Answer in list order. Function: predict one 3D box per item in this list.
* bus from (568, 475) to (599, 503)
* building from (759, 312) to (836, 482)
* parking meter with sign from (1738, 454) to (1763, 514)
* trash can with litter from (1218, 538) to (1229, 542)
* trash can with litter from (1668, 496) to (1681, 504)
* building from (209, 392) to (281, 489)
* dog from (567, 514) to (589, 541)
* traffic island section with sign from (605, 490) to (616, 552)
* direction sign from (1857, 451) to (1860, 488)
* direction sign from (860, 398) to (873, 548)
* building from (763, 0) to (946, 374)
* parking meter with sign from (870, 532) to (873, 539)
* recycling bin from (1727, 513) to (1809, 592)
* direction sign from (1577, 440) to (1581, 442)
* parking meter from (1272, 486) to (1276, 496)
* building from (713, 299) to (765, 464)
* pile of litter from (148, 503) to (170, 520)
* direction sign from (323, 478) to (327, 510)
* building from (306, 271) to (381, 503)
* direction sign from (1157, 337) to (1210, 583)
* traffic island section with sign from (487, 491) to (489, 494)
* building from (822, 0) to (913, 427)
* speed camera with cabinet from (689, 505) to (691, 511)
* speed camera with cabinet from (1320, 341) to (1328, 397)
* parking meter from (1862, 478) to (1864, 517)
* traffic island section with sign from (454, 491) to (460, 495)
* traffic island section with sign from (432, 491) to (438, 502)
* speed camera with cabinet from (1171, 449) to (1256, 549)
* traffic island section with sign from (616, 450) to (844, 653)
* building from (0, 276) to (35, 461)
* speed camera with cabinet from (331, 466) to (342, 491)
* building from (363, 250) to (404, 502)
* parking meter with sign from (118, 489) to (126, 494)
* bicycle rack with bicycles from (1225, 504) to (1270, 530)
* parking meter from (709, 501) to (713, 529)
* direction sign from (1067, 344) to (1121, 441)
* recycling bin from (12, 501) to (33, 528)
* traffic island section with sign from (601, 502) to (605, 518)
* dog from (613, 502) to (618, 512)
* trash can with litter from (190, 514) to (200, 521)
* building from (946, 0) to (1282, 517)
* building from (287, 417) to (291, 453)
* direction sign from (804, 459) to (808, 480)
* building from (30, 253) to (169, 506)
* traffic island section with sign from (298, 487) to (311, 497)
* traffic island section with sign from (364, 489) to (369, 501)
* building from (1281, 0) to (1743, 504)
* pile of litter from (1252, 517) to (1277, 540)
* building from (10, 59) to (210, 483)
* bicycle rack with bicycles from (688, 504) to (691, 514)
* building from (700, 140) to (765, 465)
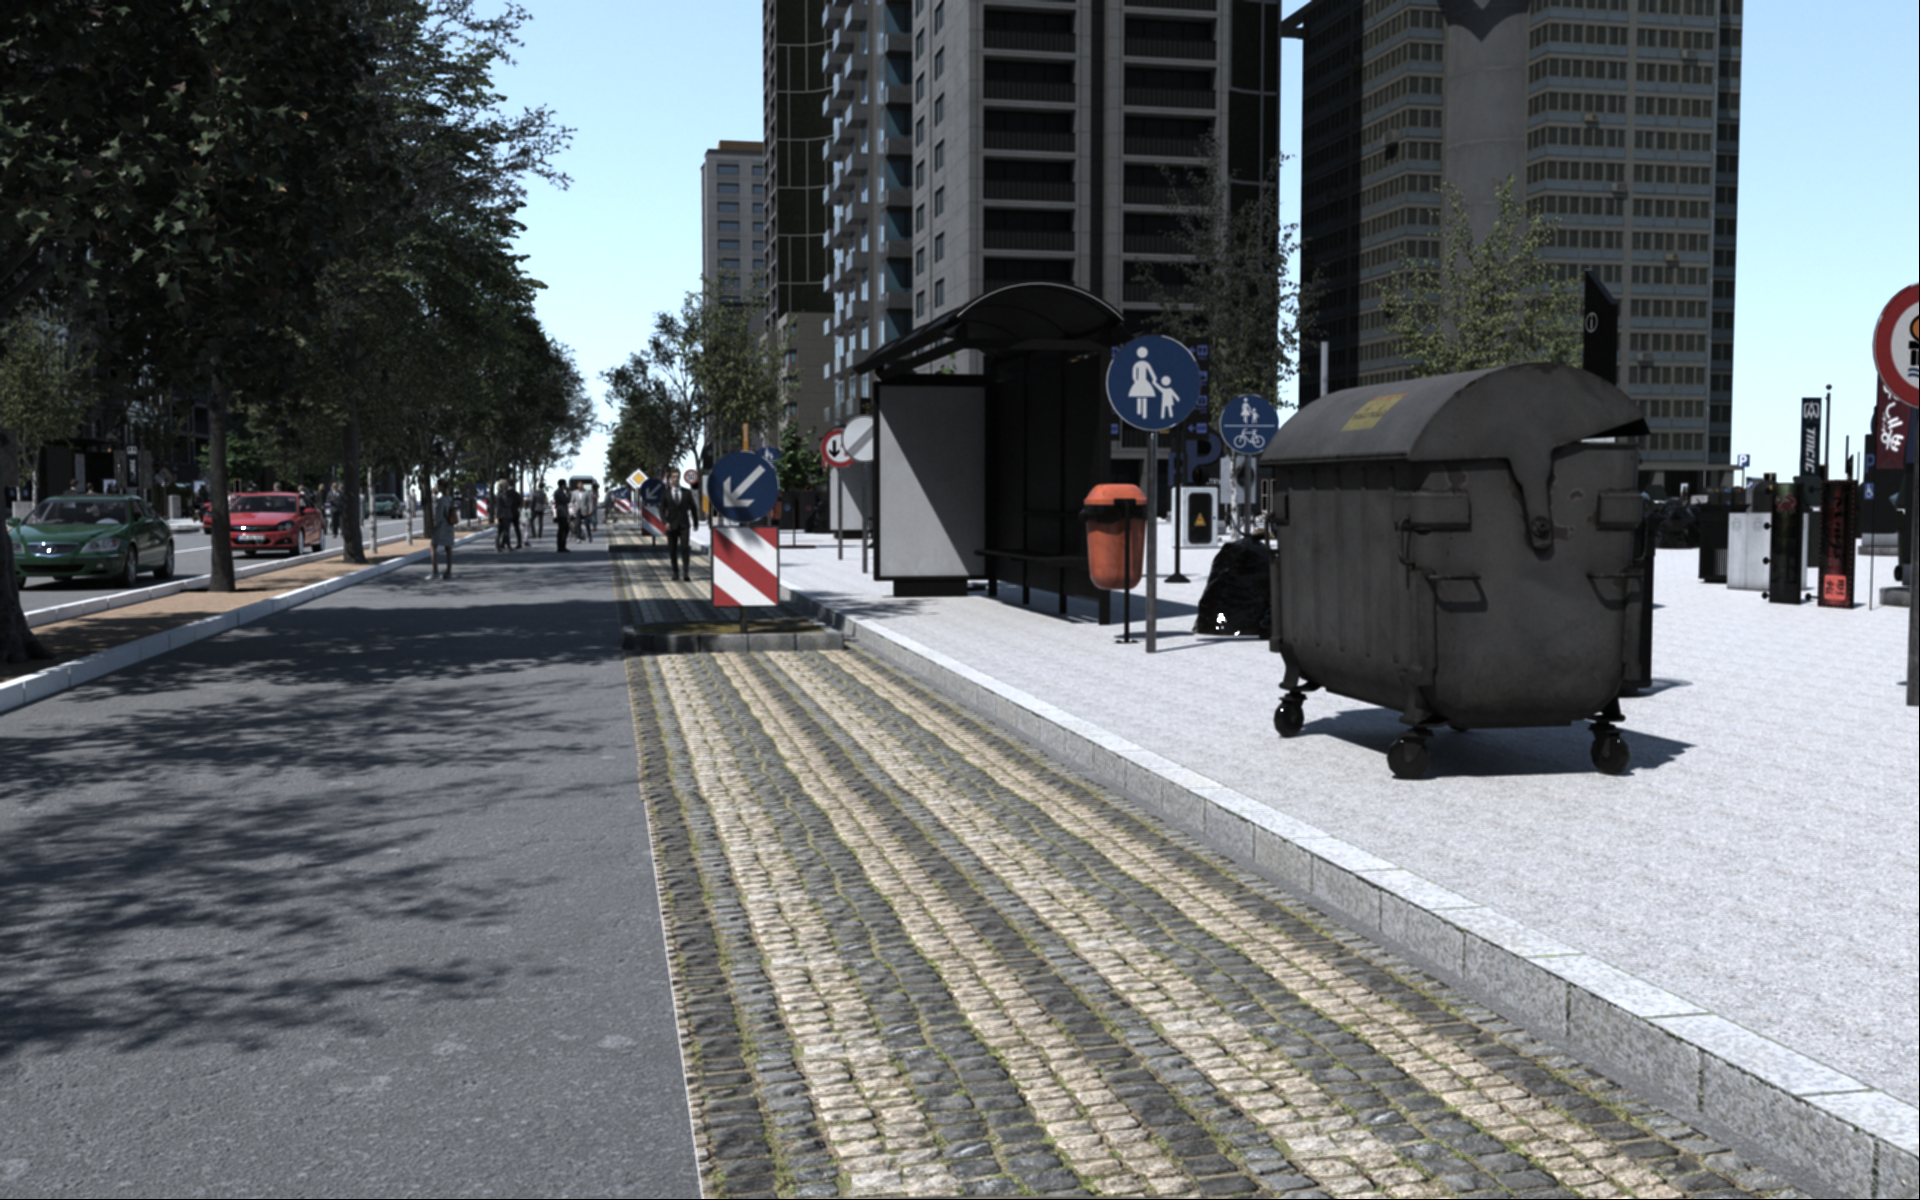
[{"bbox_3d":[-38.009,-11.009,174.853,2.948,3.499,13.247,-1,4,-11],"label":"bus"},{"bbox_3d":[-5.807,-20.583,181.571,27.650,21.520,28.899,-1,4,-12],"label":"building"},{"bbox_3d":[35.164,-4.911,76.557,1.738,3.016,0.543,-2,4,-28],"label":"parking meter with sign"},{"bbox_3d":[6.756,-2.240,47.682,1.678,1.210,2.233,1,4,10],"label":"trash can with litter"},{"bbox_3d":[26.982,-3.377,66.266,1.678,1.210,2.233,-3,5,-40],"label":"trash can with litter"},{"bbox_3d":[-74.074,-31.655,167.673,14.600,45.320,14.200,-1,4,-12],"label":"building"},{"bbox_3d":[-11.684,-2.228,53.260,0.800,0.831,0.513,0,4,0],"label":"dog"},{"bbox_3d":[-7.757,-2.111,43.142,1.989,1.847,2.006,-1,4,-12],"label":"traffic island section with sign"},{"bbox_3d":[47.763,-6.124,92.131,0.379,3.537,0.876,2,4,25],"label":"direction sign"},{"bbox_3d":[-2.039,-2.997,41.002,0.379,3.537,0.876,3,5,42],"label":"direction sign"},{"bbox_3d":[-14.084,-46.809,203.576,20.563,71.187,20.611,-1,4,-12],"label":"building"},{"bbox_3d":[-1.916,-3.312,50.407,1.738,3.016,0.543,-3,5,-39],"label":"parking meter with sign"},{"bbox_3d":[10.813,-0.651,23.194,0.722,1.027,0.722,-1,4,-21],"label":"recycling bin"},{"bbox_3d":[18.872,-3.689,52.308,0.876,3.537,0.379,-3,4,-36],"label":"direction sign"},{"bbox_3d":[10.158,-2.870,55.338,0.372,1.533,0.369,0,3,0],"label":"parking meter"},{"bbox_3d":[-29.379,-29.911,260.743,14.160,30.474,14.107,-1,4,-12],"label":"building"},{"bbox_3d":[-39.923,-4.412,86.095,1.176,0.858,1.719,-2,4,-30],"label":"pile of litter"},{"bbox_3d":[-52.566,-9.244,143.136,0.379,3.537,0.876,-1,4,-22],"label":"direction sign"},{"bbox_3d":[-100.102,-33.875,245.731,32.217,40.220,23.993,-1,4,-12],"label":"building"},{"bbox_3d":[3.158,-2.022,25.062,0.876,3.537,0.379,0,4,3],"label":"direction sign"},{"bbox_3d":[-67.822,-14.692,248.844,1.989,1.847,2.006,-1,4,-12],"label":"traffic island section with sign"},{"bbox_3d":[1.510,-31.434,133.553,23.786,49.044,30.456,-1,4,-12],"label":"building"},{"bbox_3d":[-20.185,-8.545,134.049,0.660,3.252,2.038,1,4,23],"label":"speed camera with cabinet"},{"bbox_3d":[4.836,-1.684,21.862,0.660,3.252,2.038,0,4,7],"label":"speed camera with cabinet"},{"bbox_3d":[24.914,-2.548,47.369,0.255,1.863,0.399,-2,4,-26],"label":"parking meter"},{"bbox_3d":[-56.899,-11.474,196.226,1.989,1.847,2.006,-1,4,-12],"label":"traffic island section with sign"},{"bbox_3d":[-51.287,-9.823,169.226,1.989,1.847,2.006,-1,4,-12],"label":"traffic island section with sign"},{"bbox_3d":[6.031,-2.861,41.110,2.038,3.252,0.660,-2,4,-25],"label":"speed camera with cabinet"},{"bbox_3d":[-2.229,-0.483,16.532,1.989,1.847,2.006,-1,4,-12],"label":"traffic island section with sign"},{"bbox_3d":[-59.271,-15.283,91.673,13.314,21.916,24.055,-1,4,-12],"label":"building"},{"bbox_3d":[-43.998,-7.873,123.053,0.660,3.252,2.038,-3,5,-44],"label":"speed camera with cabinet"},{"bbox_3d":[-100.346,-44.644,271.930,21.231,58.520,28.212,-1,4,-12],"label":"building"},{"bbox_3d":[-55.093,-7.105,112.422,1.738,3.016,0.543,-3,5,-40],"label":"parking meter with sign"},{"bbox_3d":[9.372,-3.015,62.681,2.925,0.926,2.852,3,5,39],"label":"bicycle rack with bicycles"},{"bbox_3d":[-8.972,-3.524,63.330,0.399,1.863,0.255,0,4,1],"label":"parking meter"},{"bbox_3d":[1.900,-2.039,25.336,0.876,3.537,0.379,0,4,2],"label":"direction sign"},{"bbox_3d":[-32.371,-2.899,59.949,0.722,1.027,0.722,-2,4,-30],"label":"recycling bin"},{"bbox_3d":[-18.888,-5.388,96.724,1.989,1.847,2.006,-1,4,-12],"label":"traffic island section with sign"},{"bbox_3d":[-27.913,-7.565,140.523,0.513,0.831,0.800,-2,4,-23],"label":"dog"},{"bbox_3d":[-36.757,-4.440,83.989,1.055,1.170,0.624,-2,4,-31],"label":"trash can with litter"},{"bbox_3d":[8.957,-40.686,103.471,20.611,71.187,20.563,-1,4,-12],"label":"building"},{"bbox_3d":[-78.049,-30.495,182.179,14.154,41.232,14.086,-1,4,-12],"label":"building"},{"bbox_3d":[-9.866,-7.118,108.370,0.876,3.537,0.379,-3,5,-41],"label":"direction sign"},{"bbox_3d":[-65.359,-18.454,120.803,14.460,24.649,34.723,-1,4,-12],"label":"building"},{"bbox_3d":[-35.745,-5.245,94.386,1.989,1.847,2.006,-1,4,-12],"label":"traffic island section with sign"},{"bbox_3d":[-41.216,-6.860,120.782,1.989,1.847,2.006,-1,4,-12],"label":"traffic island section with sign"},{"bbox_3d":[37.559,-25.922,115.700,23.993,40.220,32.217,-1,4,-12],"label":"building"},{"bbox_3d":[8.743,-2.147,49.066,1.719,0.858,1.176,-2,4,-32],"label":"pile of litter"},{"bbox_3d":[-74.692,-43.456,148.759,20.563,71.187,20.611,-1,4,-12],"label":"building"},{"bbox_3d":[-16.563,-6.056,112.389,2.852,0.926,2.925,-3,4,-36],"label":"bicycle rack with bicycles"},{"bbox_3d":[-33.339,-46.093,295.619,21.231,58.520,28.212,-1,4,-12],"label":"building"}]
